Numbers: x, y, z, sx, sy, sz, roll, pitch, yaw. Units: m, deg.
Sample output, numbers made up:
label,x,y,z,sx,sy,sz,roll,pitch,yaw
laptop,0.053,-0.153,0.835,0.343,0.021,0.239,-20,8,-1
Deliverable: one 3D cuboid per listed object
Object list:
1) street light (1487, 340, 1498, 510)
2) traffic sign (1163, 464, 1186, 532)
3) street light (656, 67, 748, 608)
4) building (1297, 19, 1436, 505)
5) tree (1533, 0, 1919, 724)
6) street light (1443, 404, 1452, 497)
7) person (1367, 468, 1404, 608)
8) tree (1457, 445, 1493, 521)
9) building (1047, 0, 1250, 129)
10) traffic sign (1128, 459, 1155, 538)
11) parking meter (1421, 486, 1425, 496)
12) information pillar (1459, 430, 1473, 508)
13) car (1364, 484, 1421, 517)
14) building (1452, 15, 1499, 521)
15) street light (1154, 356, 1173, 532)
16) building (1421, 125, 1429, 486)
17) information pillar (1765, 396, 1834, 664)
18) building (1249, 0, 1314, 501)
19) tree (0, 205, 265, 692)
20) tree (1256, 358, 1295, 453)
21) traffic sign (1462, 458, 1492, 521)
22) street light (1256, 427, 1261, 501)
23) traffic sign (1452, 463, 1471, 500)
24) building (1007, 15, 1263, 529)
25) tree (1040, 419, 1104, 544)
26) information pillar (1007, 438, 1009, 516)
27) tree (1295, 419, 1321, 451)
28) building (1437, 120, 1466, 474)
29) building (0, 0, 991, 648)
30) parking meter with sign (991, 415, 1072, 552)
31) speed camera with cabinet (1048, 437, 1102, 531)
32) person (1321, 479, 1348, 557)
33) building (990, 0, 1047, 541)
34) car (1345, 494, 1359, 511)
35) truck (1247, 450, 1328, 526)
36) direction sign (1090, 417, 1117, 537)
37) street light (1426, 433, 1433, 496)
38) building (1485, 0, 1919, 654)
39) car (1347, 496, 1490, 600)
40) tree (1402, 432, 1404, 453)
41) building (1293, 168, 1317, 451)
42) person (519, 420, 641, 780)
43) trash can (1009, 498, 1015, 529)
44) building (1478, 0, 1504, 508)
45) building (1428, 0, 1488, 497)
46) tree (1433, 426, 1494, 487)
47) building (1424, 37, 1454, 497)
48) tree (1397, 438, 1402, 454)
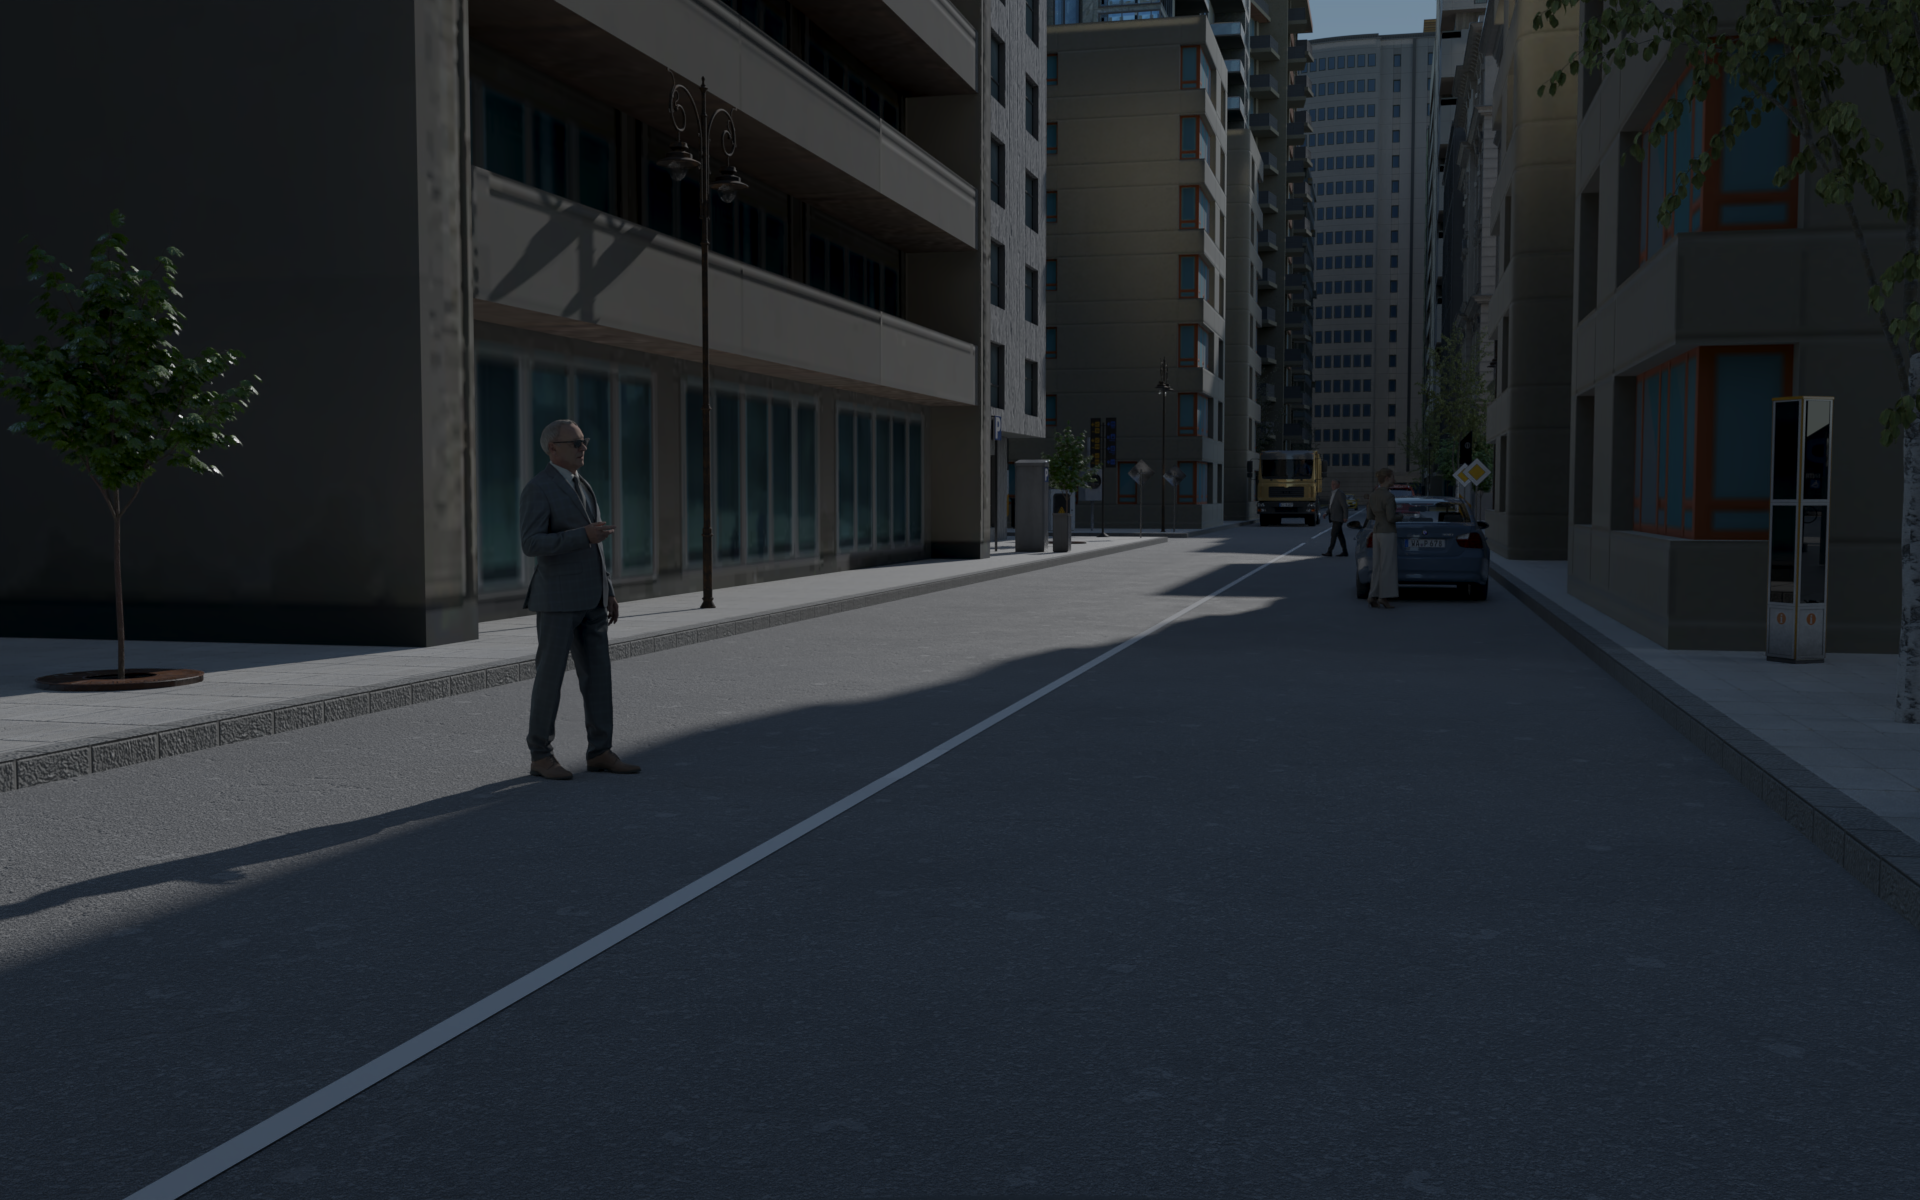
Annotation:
label,x,y,z,sx,sy,sz,roll,pitch,yaw
street light,14.703,-4.572,47.537,0.468,5.910,1.993,1,4,14
traffic sign,7.191,-3.330,58.083,0.795,2.450,0.064,1,4,14
street light,-2.840,-2.847,19.334,0.468,5.910,1.993,1,4,14
building,51.158,-41.506,220.614,28.212,58.520,21.231,1,4,14
tree,5.108,-3.616,9.482,4.737,8.622,4.395,0,3,0
street light,24.261,-6.931,86.107,0.468,5.910,1.993,1,4,14
person,5.350,-0.773,21.696,0.362,1.759,0.519,-1,4,-21
tree,20.703,-4.525,68.593,1.663,3.219,1.824,0,3,0
building,9.039,-49.050,114.644,22.319,86.520,31.000,1,4,14
traffic sign,5.262,-2.856,50.334,0.795,2.450,0.064,1,4,14
parking meter,33.143,-7.234,123.985,0.255,1.863,0.399,0,4,8
information pillar,18.631,-4.430,63.791,0.183,3.616,0.504,-3,5,-40
car,17.567,-3.772,70.353,2.281,1.827,5.304,1,4,12
building,33.579,-18.635,92.064,14.401,28.519,23.554,1,4,14
street light,6.862,-5.233,58.344,0.468,5.910,1.993,1,4,14
building,58.999,-31.172,193.264,14.154,41.232,14.086,1,4,14
information pillar,6.382,-0.531,13.173,0.304,2.012,0.304,-1,4,-19
building,18.238,-30.117,147.041,22.147,44.769,28.867,1,4,14
tree,-5.558,-1.045,11.687,1.663,3.219,1.824,0,3,0
tree,15.565,-8.770,93.747,4.360,8.622,3.978,0,3,0
traffic sign,14.326,-2.717,48.066,0.795,2.450,0.064,1,4,14
street light,17.141,-7.765,99.738,0.468,5.910,1.993,1,4,14
traffic sign,16.254,-3.191,55.816,0.795,2.450,0.064,1,4,14
building,-1.083,-14.377,80.108,27.650,21.520,28.899,1,4,14
tree,2.901,-3.072,44.832,1.663,3.219,1.824,0,3,0
information pillar,1.498,-4.193,59.906,0.183,3.616,0.504,3,5,39
tree,32.379,-13.151,165.378,4.360,8.622,3.978,0,3,0
building,39.568,-19.667,115.063,14.314,27.812,24.014,1,4,14
building,-12.261,-24.588,25.715,21.300,48.544,21.600,1,4,14
parking meter with sign,1.596,-2.574,38.343,1.738,3.016,0.543,1,4,17
speed camera with cabinet,3.919,-4.019,60.039,2.038,3.252,0.660,-1,4,-22
person,8.527,-1.871,39.488,0.834,1.777,0.661,-2,4,-24
building,-5.231,-16.794,46.288,14.107,30.474,14.160,1,4,14
car,33.887,-8.635,151.403,2.015,1.641,3.980,1,4,15
truck,15.103,-5.091,79.156,3.469,3.379,9.791,1,4,13
direction sign,4.248,-3.634,51.406,0.876,3.537,0.379,2,4,35
street light,34.655,-9.486,127.888,0.468,5.910,1.993,1,4,14
building,22.733,-10.963,24.289,27.650,21.520,28.899,1,4,14
car,6.564,-0.783,24.804,2.014,1.417,4.499,1,4,13
tree,21.730,-7.604,74.684,4.737,8.622,4.395,0,3,0
building,27.155,-30.612,192.393,23.993,40.220,32.217,1,4,14
person,-1.902,-0.003,8.731,0.590,1.801,0.661,1,4,21
trash can,2.184,-3.199,63.955,0.748,1.137,0.748,0,3,0
building,28.546,-13.570,58.027,21.152,22.565,11.583,1,4,14
building,55.135,-34.302,150.077,28.713,52.752,27.495,1,4,14
tree,23.406,-5.854,79.431,4.285,4.588,4.351,0,3,0
building,58.363,-33.707,174.819,21.300,48.544,21.600,1,4,14
tree,35.872,-11.160,132.833,4.737,8.622,4.395,0,3,0
